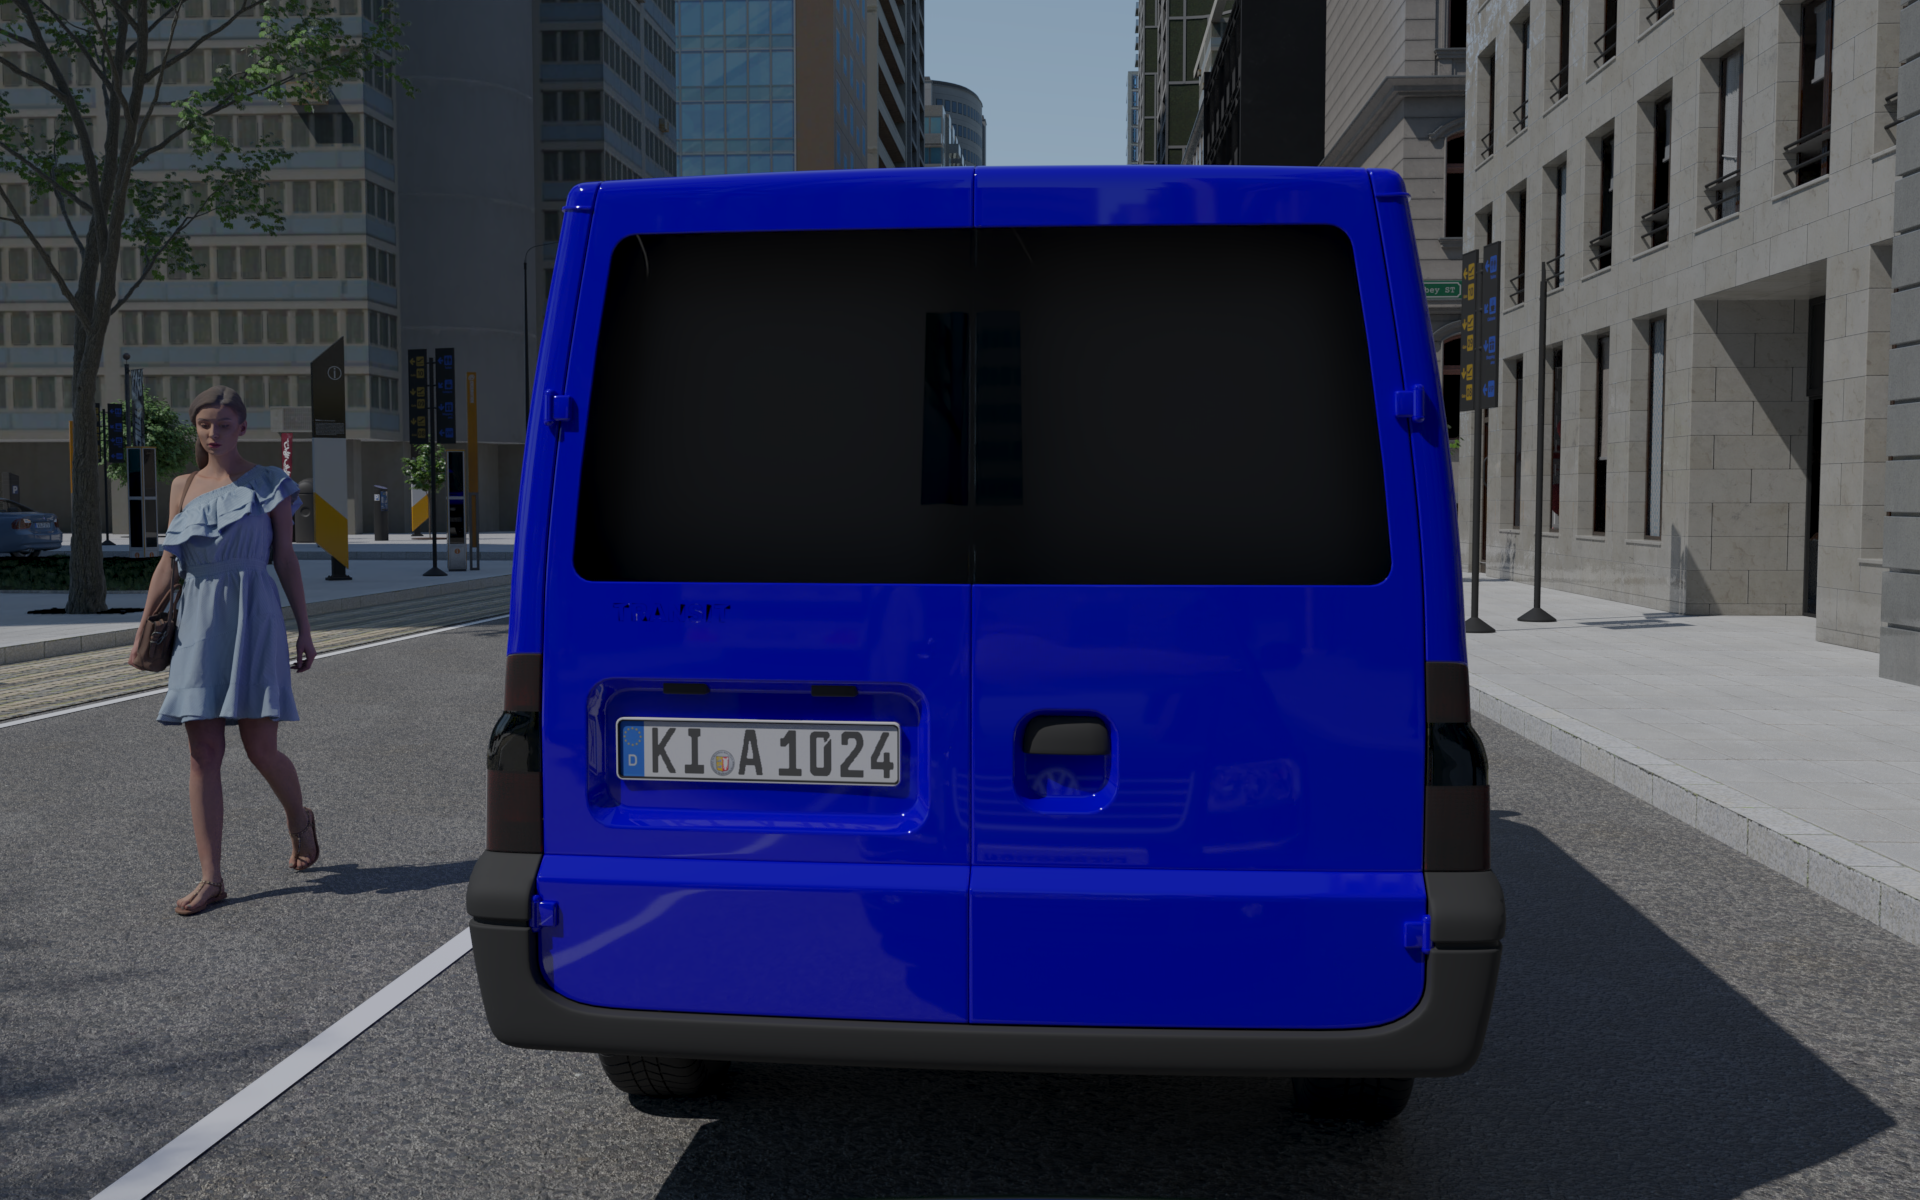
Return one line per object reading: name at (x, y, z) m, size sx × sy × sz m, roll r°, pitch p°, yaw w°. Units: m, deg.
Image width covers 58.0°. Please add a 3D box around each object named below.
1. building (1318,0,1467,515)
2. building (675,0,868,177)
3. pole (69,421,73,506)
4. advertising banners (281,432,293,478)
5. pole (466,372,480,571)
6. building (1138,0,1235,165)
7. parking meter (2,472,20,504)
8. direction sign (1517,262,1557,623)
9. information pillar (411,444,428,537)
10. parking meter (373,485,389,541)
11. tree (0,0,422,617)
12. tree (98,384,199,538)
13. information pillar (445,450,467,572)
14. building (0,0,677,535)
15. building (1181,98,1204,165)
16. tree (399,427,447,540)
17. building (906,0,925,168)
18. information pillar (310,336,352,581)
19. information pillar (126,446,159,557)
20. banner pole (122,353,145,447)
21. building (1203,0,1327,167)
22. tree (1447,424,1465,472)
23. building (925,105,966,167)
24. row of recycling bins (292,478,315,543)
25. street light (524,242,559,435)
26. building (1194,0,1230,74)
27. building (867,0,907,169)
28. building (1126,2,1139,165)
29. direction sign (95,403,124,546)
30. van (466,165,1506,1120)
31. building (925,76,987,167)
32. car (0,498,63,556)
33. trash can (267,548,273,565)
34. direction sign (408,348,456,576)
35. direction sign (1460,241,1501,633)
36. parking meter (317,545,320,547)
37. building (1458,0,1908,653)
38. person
building at (21.616, -15.760, 45.064) m, size 23.554 × 28.519 × 14.401 m, roll 0°, pitch 4°, yaw 4°
building at (-12.598, -27.014, 91.790) m, size 14.600 × 45.320 × 14.200 m, roll 0°, pitch 4°, yaw 4°
pole at (-24.705, -3.330, 48.297) m, size 0.158 × 3.312 × 0.155 m, roll 0°, pitch 3°, yaw 0°
advertising banners at (-19.728, -3.266, 49.594) m, size 2.074 × 3.025 × 0.090 m, roll 2°, pitch 4°, yaw 33°
pole at (-8.170, -2.153, 29.049) m, size 0.158 × 3.312 × 0.155 m, roll 0°, pitch 3°, yaw 0°
building at (30.458, -47.519, 215.179) m, size 20.563 × 71.187 × 20.611 m, roll 0°, pitch 4°, yaw 4°
parking meter at (-25.539, -2.504, 46.647) m, size 0.255 × 1.863 × 0.399 m, roll 1°, pitch 4°, yaw 8°
direction sign at (5.820, -1.552, 17.369) m, size 0.379 × 3.537 × 0.876 m, roll 1°, pitch 4°, yaw 19°
information pillar at (-16.356, -3.731, 52.359) m, size 0.504 × 3.616 × 0.183 m, roll -2°, pitch 4°, yaw -30°
parking meter at (-15.870, -2.389, 47.478) m, size 0.372 × 1.533 × 0.369 m, roll 0°, pitch 3°, yaw 0°
tree at (-9.242, -5.664, 18.357) m, size 9.928 × 11.665 × 9.643 m, roll 0°, pitch 3°, yaw 0°
tree at (-24.237, -4.135, 51.317) m, size 4.285 × 4.588 × 4.351 m, roll 0°, pitch 3°, yaw 0°
information pillar at (-8.367, -1.484, 28.752) m, size 0.304 × 2.012 × 0.304 m, roll -1°, pitch 4°, yaw -20°
building at (-24.063, -22.805, 64.743) m, size 32.217 × 40.220 × 23.993 m, roll 0°, pitch 4°, yaw 4°
building at (15.872, -14.224, 81.711) m, size 9.793 × 20.994 × 18.267 m, roll 0°, pitch 4°, yaw 4°
tree at (-15.049, -3.319, 48.870) m, size 1.663 × 3.219 × 1.824 m, roll 0°, pitch 3°, yaw 0°
building at (-11.741, -44.546, 166.578) m, size 20.563 × 71.187 × 20.611 m, roll 0°, pitch 4°, yaw 4°
information pillar at (-9.312, -2.096, 25.621) m, size 0.504 × 3.616 × 0.183 m, roll -3°, pitch 4°, yaw -38°
information pillar at (-12.674, -1.368, 26.865) m, size 0.304 × 2.012 × 0.304 m, roll 1°, pitch 4°, yaw 17°
banner pole at (-14.588, -2.484, 30.634) m, size 0.863 × 3.779 × 0.401 m, roll 3°, pitch 5°, yaw 41°
building at (15.666, -14.292, 63.345) m, size 12.332 × 23.373 × 15.834 m, roll 0°, pitch 4°, yaw 4°
tree at (6.402, -1.855, 24.925) m, size 1.663 × 3.219 × 1.824 m, roll 0°, pitch 3°, yaw 0°
building at (-10.715, -36.471, 215.902) m, size 23.786 × 49.044 × 30.456 m, roll 0°, pitch 4°, yaw 4°
row of recycling bins at (-18.276, -2.392, 46.228) m, size 3.534 × 1.692 × 1.069 m, roll 2°, pitch 4°, yaw 30°
street light at (-7.334, -3.605, 31.476) m, size 1.470 × 5.913 × 1.316 m, roll 0°, pitch 4°, yaw 4°
building at (30.607, -26.767, 129.515) m, size 32.217 × 40.220 × 23.993 m, roll 0°, pitch 4°, yaw 4°
building at (-15.445, -30.697, 125.599) m, size 21.300 × 48.544 × 21.600 m, roll 0°, pitch 4°, yaw 4°
building at (33.417, -57.638, 255.046) m, size 22.319 × 86.520 × 31.000 m, roll 0°, pitch 4°, yaw 4°
direction sign at (-21.321, -3.133, 43.220) m, size 0.876 × 3.537 × 0.379 m, roll -3°, pitch 5°, yaw -43°
van at (0.263, -0.080, 5.697) m, size 2.240 × 2.365 × 5.245 m, roll 0°, pitch 4°, yaw 5°
building at (-7.451, -43.049, 245.841) m, size 21.231 × 58.520 × 28.212 m, roll 0°, pitch 4°, yaw 4°
car at (-21.181, -1.476, 36.129) m, size 4.499 × 1.417 × 2.014 m, roll 0°, pitch 4°, yaw 4°
trash can at (-12.798, -1.220, 31.597) m, size 0.748 × 1.137 × 0.748 m, roll 0°, pitch 3°, yaw 0°
direction sign at (-8.224, -2.143, 27.028) m, size 0.876 × 3.537 × 0.379 m, roll 1°, pitch 4°, yaw 23°
direction sign at (4.787, -1.469, 16.009) m, size 0.379 × 3.537 × 0.876 m, roll 0°, pitch 4°, yaw -4°
parking meter at (-15.300, -2.038, 41.730) m, size 0.372 × 1.533 × 0.369 m, roll 0°, pitch 3°, yaw 0°
building at (12.992, -10.090, 19.729) m, size 10.420 × 20.320 × 16.860 m, roll 0°, pitch 4°, yaw 4°
person at (-2.628, 0.146, 6.200) m, size 0.616 × 1.811 × 0.778 m, roll 0°, pitch 4°, yaw 7°
